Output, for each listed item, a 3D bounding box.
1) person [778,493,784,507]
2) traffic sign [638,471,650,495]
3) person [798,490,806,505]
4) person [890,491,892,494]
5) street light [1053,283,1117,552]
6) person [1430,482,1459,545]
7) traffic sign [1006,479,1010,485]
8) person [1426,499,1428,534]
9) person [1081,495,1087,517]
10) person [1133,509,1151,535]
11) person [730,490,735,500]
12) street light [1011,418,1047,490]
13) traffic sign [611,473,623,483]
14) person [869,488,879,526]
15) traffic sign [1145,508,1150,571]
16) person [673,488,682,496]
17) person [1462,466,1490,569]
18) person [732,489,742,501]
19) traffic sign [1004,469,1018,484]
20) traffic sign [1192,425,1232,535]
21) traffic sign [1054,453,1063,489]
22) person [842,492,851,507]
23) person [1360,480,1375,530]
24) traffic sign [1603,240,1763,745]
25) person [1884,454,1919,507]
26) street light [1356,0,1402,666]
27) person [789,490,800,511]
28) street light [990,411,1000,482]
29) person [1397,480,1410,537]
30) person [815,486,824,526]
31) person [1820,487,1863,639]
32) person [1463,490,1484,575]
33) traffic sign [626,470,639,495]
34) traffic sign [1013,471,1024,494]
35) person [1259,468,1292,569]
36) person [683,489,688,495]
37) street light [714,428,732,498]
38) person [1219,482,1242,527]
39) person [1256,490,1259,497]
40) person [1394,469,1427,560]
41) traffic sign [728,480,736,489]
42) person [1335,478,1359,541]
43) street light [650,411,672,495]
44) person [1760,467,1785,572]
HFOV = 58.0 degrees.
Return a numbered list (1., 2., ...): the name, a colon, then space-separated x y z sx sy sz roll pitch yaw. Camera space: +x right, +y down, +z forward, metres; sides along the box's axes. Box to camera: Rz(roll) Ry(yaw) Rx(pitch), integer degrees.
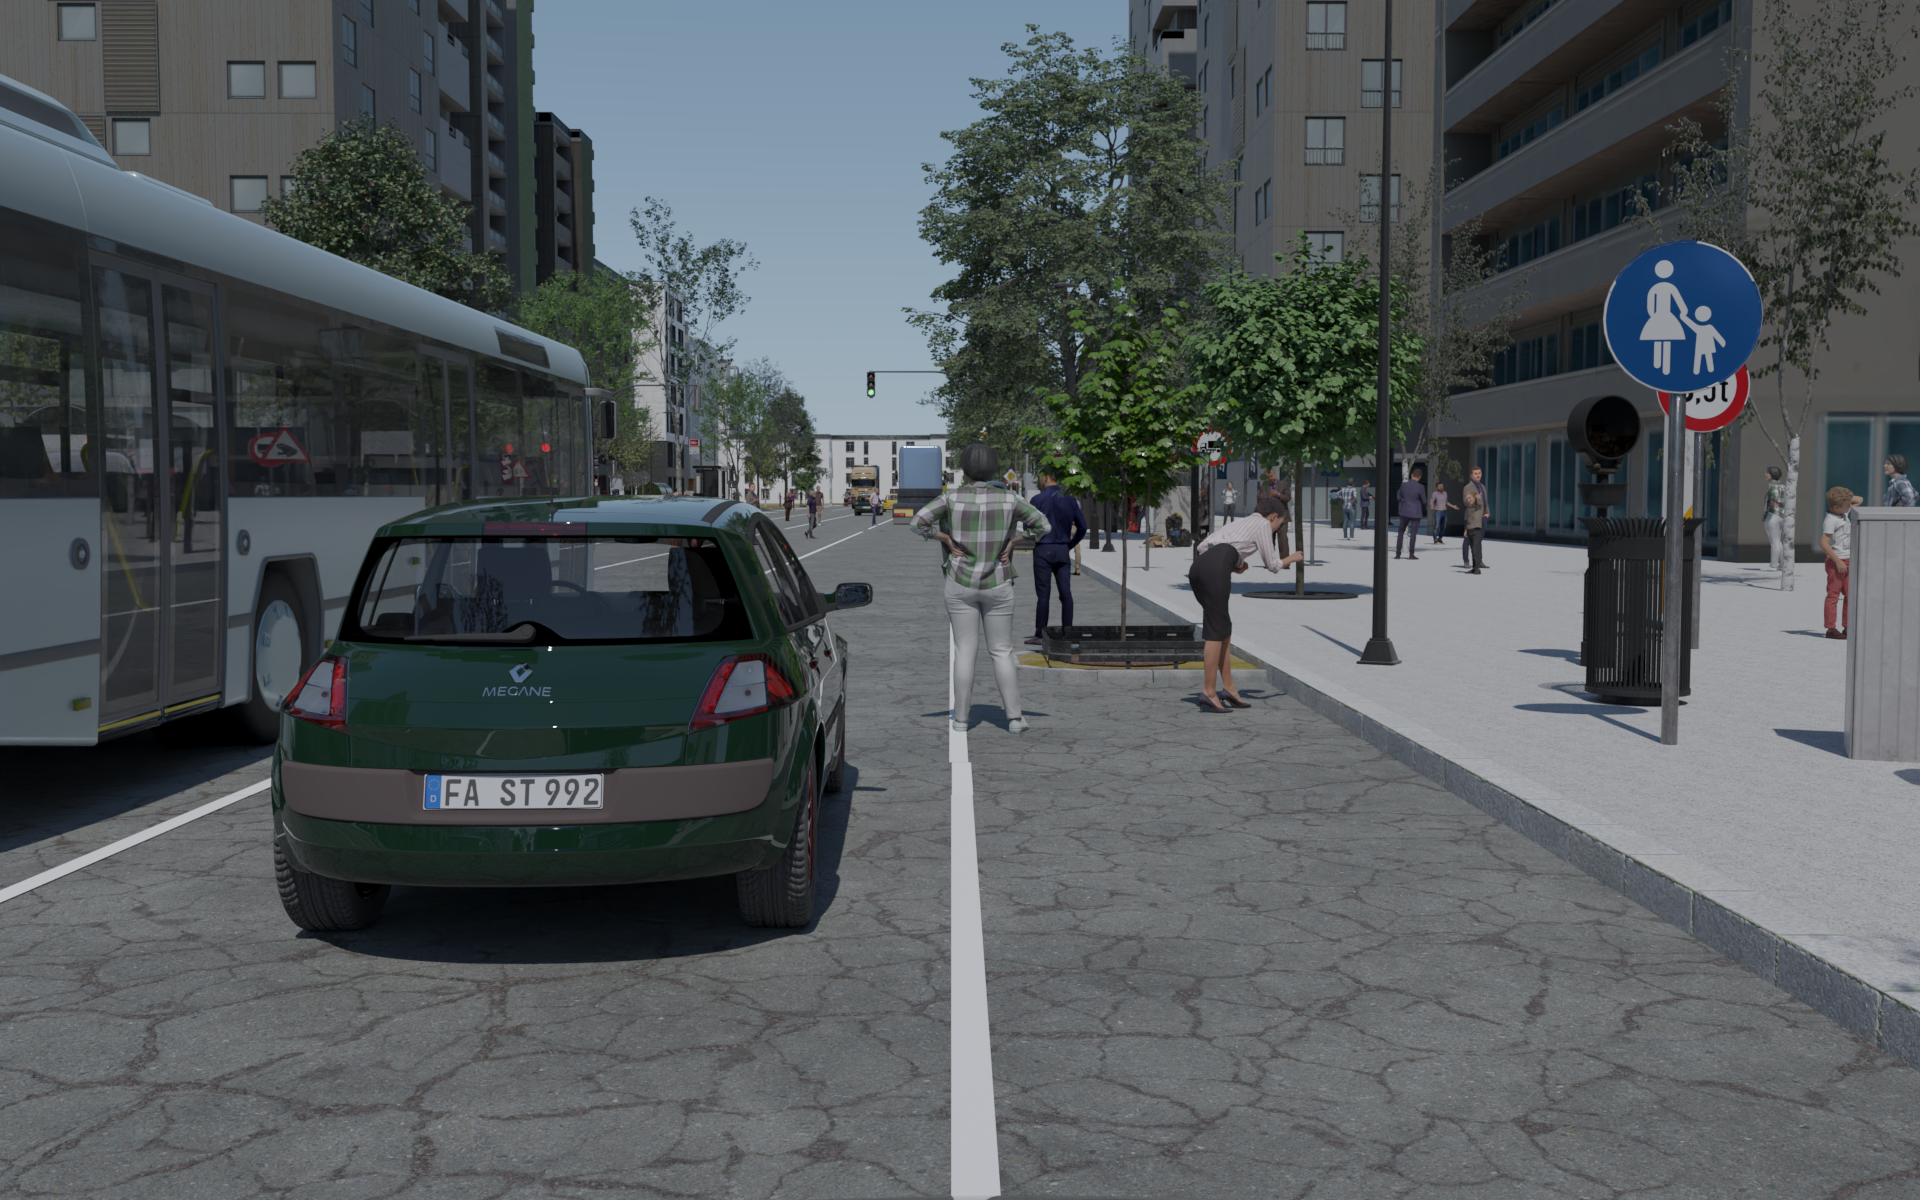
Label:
1. person: -17.741 -9.915 171.378 0.599 1.433 0.991 2 4 28
2. traffic sign: -17.214 -5.745 94.033 0.768 2.556 0.104 0 4 5
3. person: -19.243 -12.485 210.187 1.348 1.821 0.705 2 4 35
4. person: -6.543 -9.579 165.796 0.721 1.739 1.217 2 4 33
5. street light: 2.748 -4.015 38.193 1.470 5.913 1.316 0 4 0
6. person: 12.166 -2.195 43.885 0.963 1.587 0.435 -2 4 -32
7. traffic sign: 3.218 -6.556 107.293 0.768 2.556 0.104 1 4 8
8. person: 15.370 -3.032 56.171 0.990 1.755 0.434 -3 5 -39
9. person: 3.818 -3.036 56.510 0.655 1.722 0.431 -1 4 -17
10. person: 5.661 -2.738 54.047 0.776 1.435 0.726 2 4 25
11. person: -28.865 -13.144 221.077 0.705 1.807 1.348 2 4 28
12. street light: 2.602 -5.565 63.530 1.470 5.913 1.316 0 4 0
13. traffic sign: -20.829 -6.426 105.171 0.768 2.556 0.104 0 4 0
14. person: -3.793 -4.204 78.167 0.436 1.711 0.756 3 4 37
15. traffic sign: 3.120 -1.760 28.785 0.884 2.594 0.081 0 4 1
16. person: -17.826 -6.226 109.295 0.566 1.644 0.517 -2 4 -34
17. person: 8.932 -1.416 29.718 0.617 1.759 0.750 -1 4 -15
18. person: -21.558 -9.904 168.061 1.350 1.814 0.705 3 4 39
19. traffic sign: 2.666 -5.501 89.682 0.795 2.593 0.064 0 4 1
20. traffic sign: 4.687 -1.966 32.249 0.768 2.556 0.104 0 4 8
21. traffic sign: 3.097 -3.305 54.143 0.768 2.556 0.104 0 4 5
22. person: -12.766 -11.337 194.649 1.217 1.735 0.721 1 4 23
23. person: 14.636 -3.401 62.100 0.568 1.767 0.683 1 4 20
24. traffic sign: 3.638 -0.532 8.806 0.768 2.556 0.104 0 4 8
25. person: 10.757 -0.799 19.827 0.376 1.734 0.841 3 4 37
26. street light: 2.634 -2.471 12.940 1.470 5.913 1.316 0 4 0
27. person: -14.410 -8.563 149.193 1.217 1.739 0.721 -1 4 -14
28. street light: 2.335 -7.565 96.234 1.470 5.913 1.316 0 4 0
29. person: 13.226 -2.722 51.472 0.541 1.710 0.530 -1 4 -10
30. person: -6.462 -4.270 78.446 0.598 1.807 0.434 0 4 4
31. person: 7.831 -0.328 15.321 0.340 1.345 0.435 3 5 39
32. person: 8.234 -1.089 27.754 0.340 1.345 0.435 -2 4 -30
33. traffic sign: -17.669 -5.697 93.256 0.768 2.556 0.104 0 4 2
34. traffic sign: 3.189 -5.935 97.138 0.768 2.556 0.104 0 4 7
35. person: 5.377 -1.397 29.568 0.565 1.739 0.600 0 4 -1
36. person: -23.527 -8.689 148.935 1.217 1.723 0.721 0 4 4
37. street light: -16.821 -9.183 122.676 1.470 5.913 1.316 0 4 0
38. person: 9.942 -3.494 63.888 0.841 1.734 0.376 1 4 21
39. person: 13.828 -4.403 78.856 0.431 1.722 0.655 -3 5 -40
40. person: 8.842 -1.678 33.926 0.683 1.767 0.568 3 4 36
41. traffic sign: -17.128 -7.828 130.122 0.606 2.300 0.079 0 4 8
42. person: 10.740 -2.509 47.794 0.376 1.734 0.841 -2 4 -24
43. street light: -16.838 -7.635 97.374 1.470 5.913 1.316 0 4 0
44. person: 13.502 -1.339 28.655 0.841 1.734 0.376 -3 5 -42
